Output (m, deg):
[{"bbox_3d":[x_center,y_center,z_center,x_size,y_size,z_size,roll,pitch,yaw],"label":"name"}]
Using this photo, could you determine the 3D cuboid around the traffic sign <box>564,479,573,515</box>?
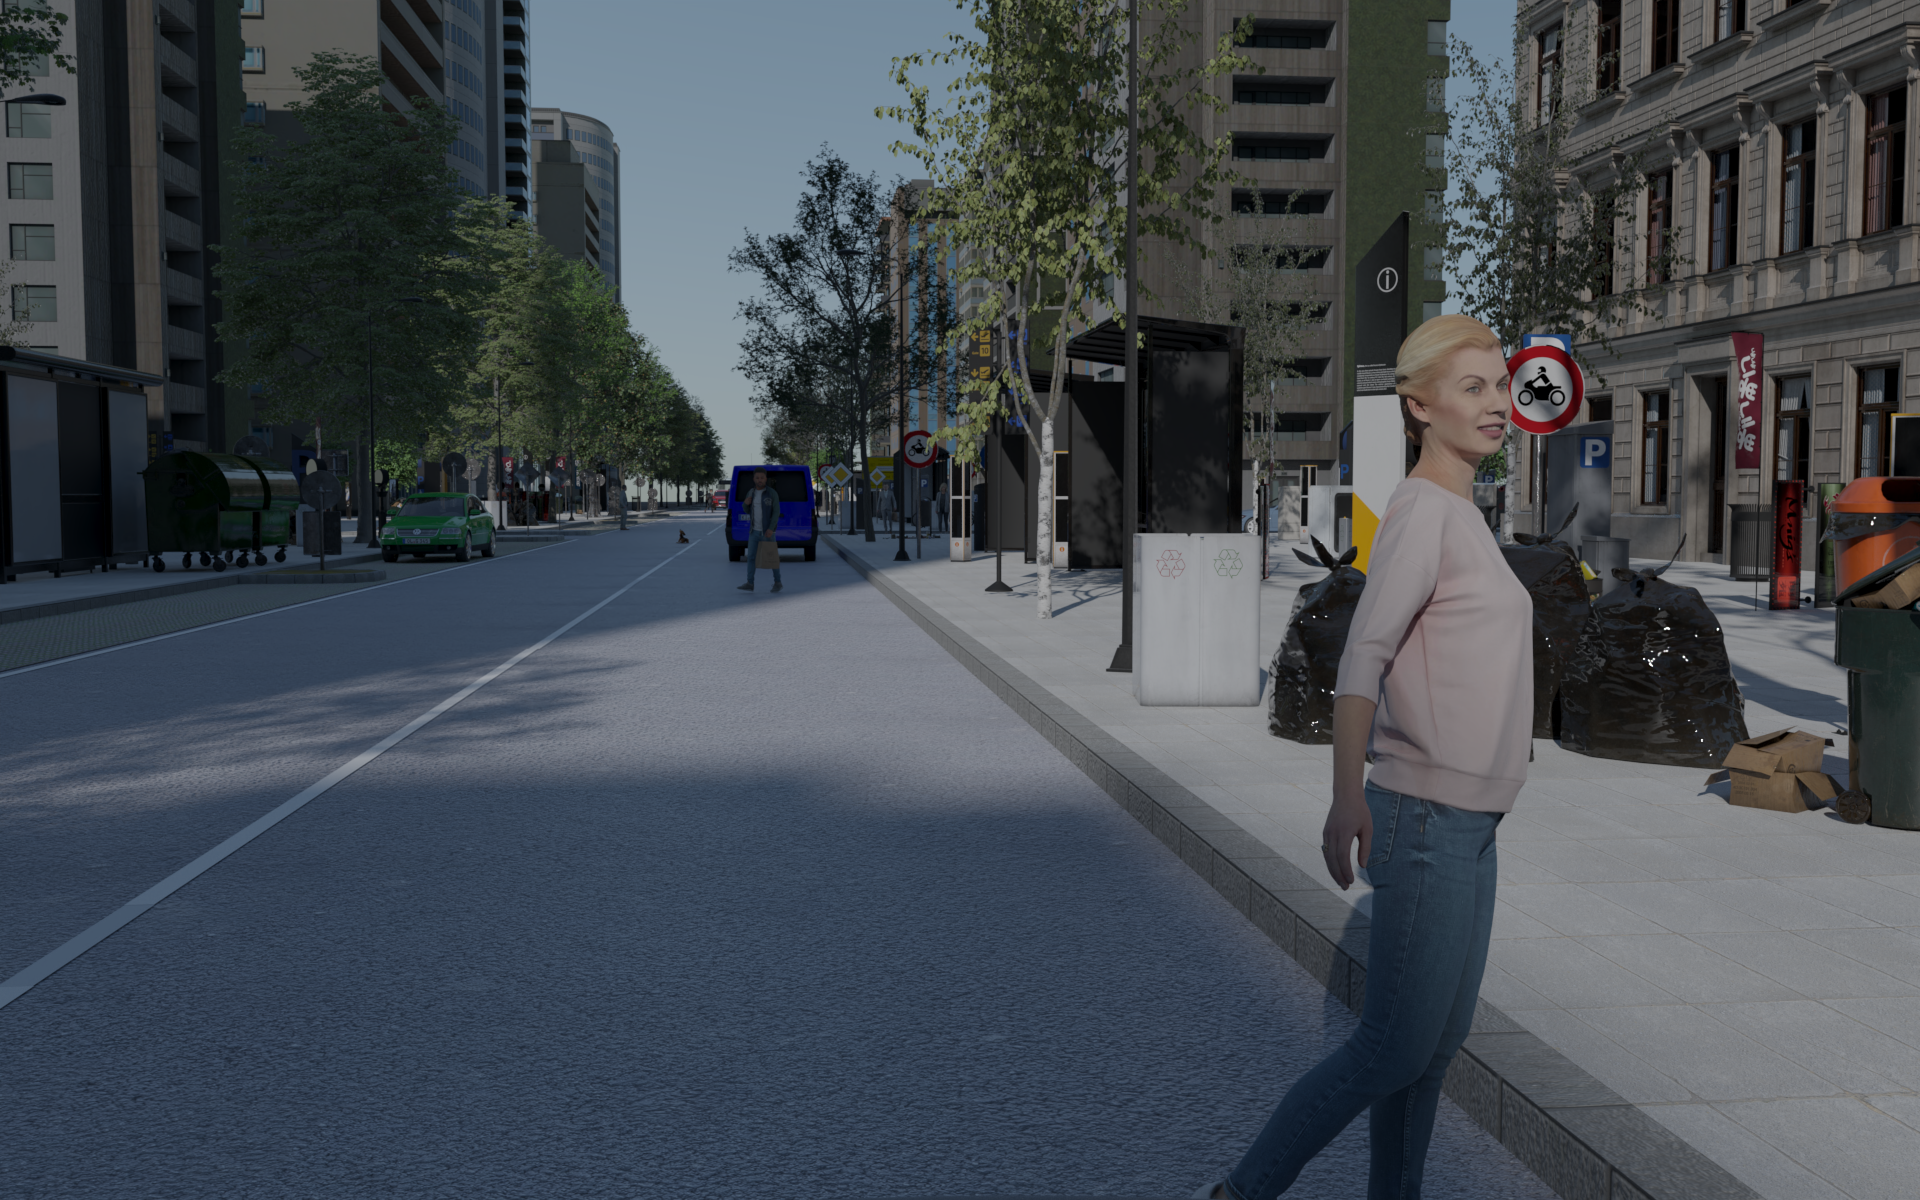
[{"bbox_3d":[-24.515,-6.587,107.697,0.884,2.594,0.081,0,4,-2],"label":"traffic sign"}]

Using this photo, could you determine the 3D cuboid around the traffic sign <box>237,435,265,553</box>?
[{"bbox_3d":[-15.366,-2.292,37.576,0.768,2.556,0.104,0,4,-4],"label":"traffic sign"}]

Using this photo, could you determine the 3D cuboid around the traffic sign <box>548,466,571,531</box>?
[{"bbox_3d":[-14.068,-3.497,60.824,0.795,2.450,0.064,0,4,-6],"label":"traffic sign"}]

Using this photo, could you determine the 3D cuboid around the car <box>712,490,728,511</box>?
[{"bbox_3d":[-20.544,-8.680,150.593,2.281,1.827,5.304,0,4,-6],"label":"car"}]

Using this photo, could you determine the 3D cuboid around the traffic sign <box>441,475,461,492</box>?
[{"bbox_3d":[-22.551,-4.693,76.727,0.884,2.594,0.081,0,4,1],"label":"traffic sign"}]

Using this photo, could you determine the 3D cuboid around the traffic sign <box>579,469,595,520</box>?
[{"bbox_3d":[-18.629,-5.287,86.542,0.768,2.556,0.104,0,4,-5],"label":"traffic sign"}]

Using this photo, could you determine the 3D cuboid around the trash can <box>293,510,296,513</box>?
[{"bbox_3d":[-19.163,-2.297,49.208,0.748,1.137,0.748,0,3,0],"label":"trash can"}]

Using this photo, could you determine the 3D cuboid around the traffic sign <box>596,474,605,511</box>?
[{"bbox_3d":[-22.793,-6.683,109.372,0.768,2.556,0.104,0,4,-4],"label":"traffic sign"}]

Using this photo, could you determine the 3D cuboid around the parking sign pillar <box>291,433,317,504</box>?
[{"bbox_3d":[-28.697,-5.363,76.149,1.447,3.967,1.447,0,4,-7],"label":"parking sign pillar"}]

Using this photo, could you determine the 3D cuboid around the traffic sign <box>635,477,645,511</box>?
[{"bbox_3d":[-23.872,-7.903,129.314,0.768,2.556,0.104,0,4,-3],"label":"traffic sign"}]

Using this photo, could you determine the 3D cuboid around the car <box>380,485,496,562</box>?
[{"bbox_3d":[-11.288,-1.763,37.623,1.959,1.807,4.718,0,4,-5],"label":"car"}]

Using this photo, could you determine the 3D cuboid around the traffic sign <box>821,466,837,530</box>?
[{"bbox_3d":[-4.578,-3.560,61.840,0.795,2.450,0.064,0,4,-6],"label":"traffic sign"}]

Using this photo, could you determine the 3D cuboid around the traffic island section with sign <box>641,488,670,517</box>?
[{"bbox_3d":[-19.542,-6.227,110.446,1.989,1.847,2.006,0,4,-6],"label":"traffic island section with sign"}]

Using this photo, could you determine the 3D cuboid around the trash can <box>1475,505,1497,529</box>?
[{"bbox_3d":[6.256,-0.600,21.465,0.748,1.137,0.748,0,3,0],"label":"trash can"}]

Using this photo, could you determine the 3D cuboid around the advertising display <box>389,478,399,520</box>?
[{"bbox_3d":[-23.369,-4.056,71.531,0.123,1.923,0.974,-2,4,-34],"label":"advertising display"}]

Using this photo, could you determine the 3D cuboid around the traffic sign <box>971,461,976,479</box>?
[{"bbox_3d":[0.223,-3.850,63.046,0.768,2.556,0.104,0,4,2],"label":"traffic sign"}]

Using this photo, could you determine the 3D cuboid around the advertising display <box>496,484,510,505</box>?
[{"bbox_3d":[-28.741,-6.335,108.792,0.974,1.923,0.123,0,4,4],"label":"advertising display"}]

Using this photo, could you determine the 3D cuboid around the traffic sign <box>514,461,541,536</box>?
[{"bbox_3d":[-13.197,-3.012,52.886,0.795,2.450,0.064,0,4,-6],"label":"traffic sign"}]

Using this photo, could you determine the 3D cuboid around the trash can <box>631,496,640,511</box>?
[{"bbox_3d":[-24.367,-7.252,130.228,0.748,1.137,0.748,0,3,0],"label":"trash can"}]

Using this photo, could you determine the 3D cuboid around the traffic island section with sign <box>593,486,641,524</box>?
[{"bbox_3d":[-16.570,-4.574,83.407,1.989,1.847,2.006,0,4,-6],"label":"traffic island section with sign"}]

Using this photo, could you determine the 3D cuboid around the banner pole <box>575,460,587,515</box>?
[{"bbox_3d":[-23.423,-7.146,106.850,0.401,3.779,0.863,3,5,43],"label":"banner pole"}]

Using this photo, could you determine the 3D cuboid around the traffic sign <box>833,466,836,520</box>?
[{"bbox_3d":[-5.684,-4.732,77.476,0.768,2.556,0.104,0,4,1],"label":"traffic sign"}]

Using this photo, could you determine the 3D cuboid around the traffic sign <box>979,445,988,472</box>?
[{"bbox_3d":[0.838,-2.571,42.141,0.768,2.556,0.104,0,3,0],"label":"traffic sign"}]

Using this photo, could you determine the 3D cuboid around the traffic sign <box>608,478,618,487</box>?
[{"bbox_3d":[-27.064,-8.257,135.104,0.768,2.556,0.104,0,4,1],"label":"traffic sign"}]

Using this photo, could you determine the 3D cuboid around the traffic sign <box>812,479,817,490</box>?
[{"bbox_3d":[-9.649,-6.908,114.129,0.795,2.450,0.064,0,4,3],"label":"traffic sign"}]

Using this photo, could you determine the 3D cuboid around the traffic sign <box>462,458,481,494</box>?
[{"bbox_3d":[-17.313,-3.738,61.215,0.768,2.556,0.104,0,4,0],"label":"traffic sign"}]

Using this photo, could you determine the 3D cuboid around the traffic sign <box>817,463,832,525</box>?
[{"bbox_3d":[-5.552,-4.411,72.220,0.768,2.556,0.104,0,4,3],"label":"traffic sign"}]

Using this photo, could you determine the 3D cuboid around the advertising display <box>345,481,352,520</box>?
[{"bbox_3d":[-30.646,-4.991,86.815,0.123,1.923,0.974,-2,4,-30],"label":"advertising display"}]

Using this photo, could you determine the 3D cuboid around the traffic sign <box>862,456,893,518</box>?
[{"bbox_3d":[-4.178,-6.091,93.454,2.265,3.308,0.079,0,4,2],"label":"traffic sign"}]

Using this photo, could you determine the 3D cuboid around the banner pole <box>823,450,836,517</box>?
[{"bbox_3d":[-7.329,-6.595,97.844,0.863,3.779,0.401,-3,4,-37],"label":"banner pole"}]

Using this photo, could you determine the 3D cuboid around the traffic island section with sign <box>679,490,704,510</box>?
[{"bbox_3d":[-24.990,-9.266,160.123,1.989,1.847,2.006,0,4,-6],"label":"traffic island section with sign"}]

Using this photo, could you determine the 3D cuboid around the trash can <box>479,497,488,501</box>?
[{"bbox_3d":[-21.388,-4.105,78.771,0.748,1.137,0.748,0,3,0],"label":"trash can"}]

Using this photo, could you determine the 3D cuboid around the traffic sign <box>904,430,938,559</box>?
[{"bbox_3d":[-0.816,-2.094,34.336,0.768,2.556,0.104,0,4,-5],"label":"traffic sign"}]

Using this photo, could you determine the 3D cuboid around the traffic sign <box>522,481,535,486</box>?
[{"bbox_3d":[-21.604,-5.176,86.762,0.606,2.300,0.079,0,4,-4],"label":"traffic sign"}]

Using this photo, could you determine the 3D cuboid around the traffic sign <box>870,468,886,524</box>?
[{"bbox_3d":[-3.615,-4.539,75.404,0.795,2.450,0.064,0,4,-3],"label":"traffic sign"}]

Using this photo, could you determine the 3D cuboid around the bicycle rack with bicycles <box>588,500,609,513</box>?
[{"bbox_3d":[-23.685,-6.202,114.782,2.852,0.926,2.925,1,4,10],"label":"bicycle rack with bicycles"}]

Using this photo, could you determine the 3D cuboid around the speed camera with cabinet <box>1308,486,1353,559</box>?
[{"bbox_3d":[7.882,-2.469,34.697,2.038,3.252,0.660,-3,4,-37],"label":"speed camera with cabinet"}]

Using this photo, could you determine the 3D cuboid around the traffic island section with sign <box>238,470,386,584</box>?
[{"bbox_3d":[-10.545,-1.209,28.390,1.989,1.847,2.006,0,4,-6],"label":"traffic island section with sign"}]

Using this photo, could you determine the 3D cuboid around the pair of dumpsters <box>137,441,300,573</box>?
[{"bbox_3d":[-12.898,-1.699,30.274,1.574,2.255,4.437,0,4,-6],"label":"pair of dumpsters"}]

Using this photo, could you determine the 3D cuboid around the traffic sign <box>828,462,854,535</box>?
[{"bbox_3d":[-3.708,-3.074,53.903,0.795,2.450,0.064,0,4,-6],"label":"traffic sign"}]

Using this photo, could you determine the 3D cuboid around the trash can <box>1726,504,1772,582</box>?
[{"bbox_3d":[11.618,-0.839,25.367,0.748,1.137,0.748,0,3,0],"label":"trash can"}]

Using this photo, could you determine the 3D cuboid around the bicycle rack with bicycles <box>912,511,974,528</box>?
[{"bbox_3d":[-0.221,-3.224,66.101,2.925,0.926,2.852,0,4,8],"label":"bicycle rack with bicycles"}]

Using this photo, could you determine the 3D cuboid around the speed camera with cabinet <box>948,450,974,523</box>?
[{"bbox_3d":[0.494,-5.074,77.295,2.038,3.252,0.660,2,4,33],"label":"speed camera with cabinet"}]

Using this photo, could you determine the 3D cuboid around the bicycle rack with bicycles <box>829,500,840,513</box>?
[{"bbox_3d":[-7.344,-6.293,116.266,2.852,0.926,2.925,2,4,28],"label":"bicycle rack with bicycles"}]

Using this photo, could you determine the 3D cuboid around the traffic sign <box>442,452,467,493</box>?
[{"bbox_3d":[-15.324,-3.206,52.530,0.768,2.556,0.104,0,4,1],"label":"traffic sign"}]

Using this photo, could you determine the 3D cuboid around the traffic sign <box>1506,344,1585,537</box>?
[{"bbox_3d":[4.941,-0.900,14.827,0.768,2.556,0.104,0,4,-6],"label":"traffic sign"}]

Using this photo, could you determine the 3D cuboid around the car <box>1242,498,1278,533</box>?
[{"bbox_3d":[11.428,-2.949,60.225,4.499,1.417,2.014,0,4,-8],"label":"car"}]

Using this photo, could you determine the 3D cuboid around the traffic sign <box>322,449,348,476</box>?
[{"bbox_3d":[-14.308,-2.296,39.670,0.606,2.300,0.079,0,4,2],"label":"traffic sign"}]
